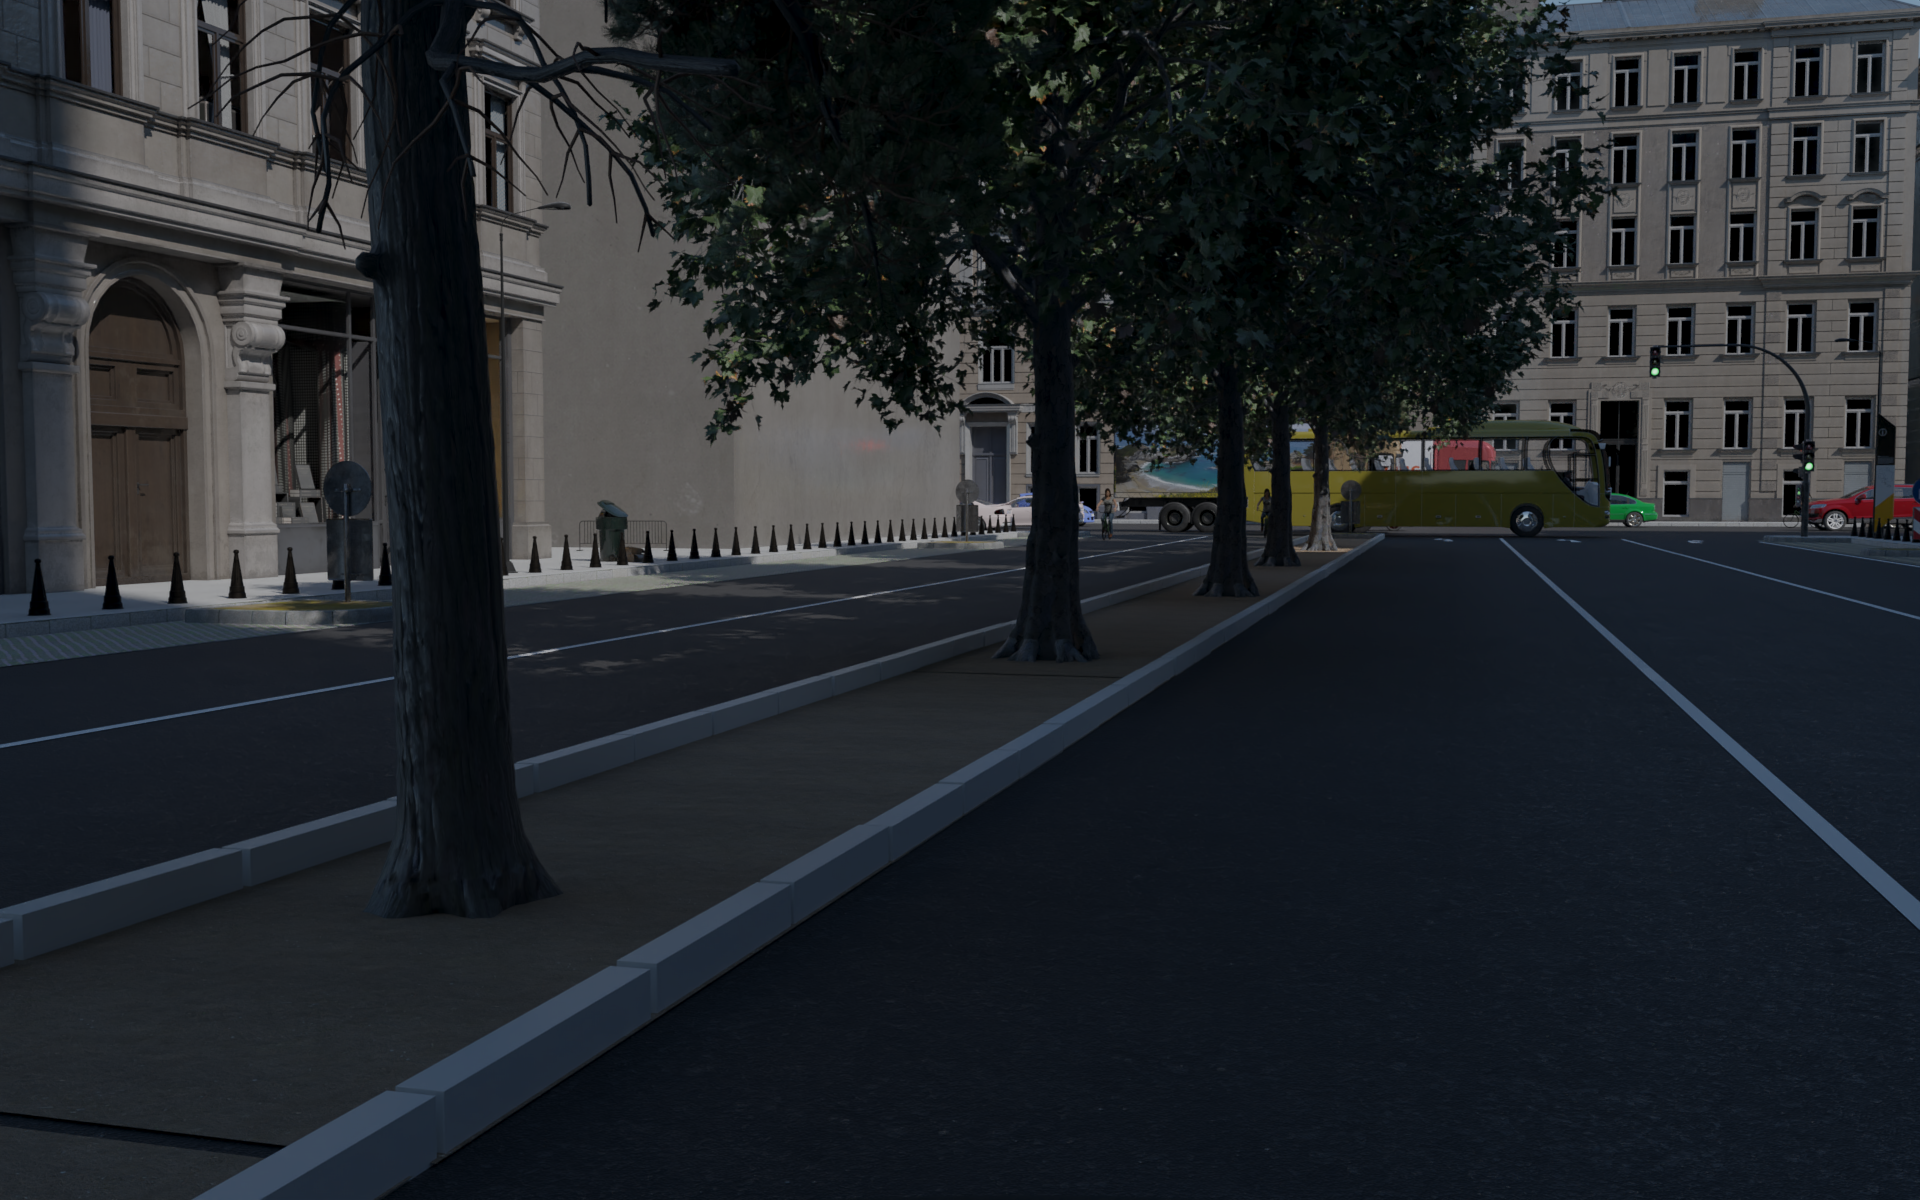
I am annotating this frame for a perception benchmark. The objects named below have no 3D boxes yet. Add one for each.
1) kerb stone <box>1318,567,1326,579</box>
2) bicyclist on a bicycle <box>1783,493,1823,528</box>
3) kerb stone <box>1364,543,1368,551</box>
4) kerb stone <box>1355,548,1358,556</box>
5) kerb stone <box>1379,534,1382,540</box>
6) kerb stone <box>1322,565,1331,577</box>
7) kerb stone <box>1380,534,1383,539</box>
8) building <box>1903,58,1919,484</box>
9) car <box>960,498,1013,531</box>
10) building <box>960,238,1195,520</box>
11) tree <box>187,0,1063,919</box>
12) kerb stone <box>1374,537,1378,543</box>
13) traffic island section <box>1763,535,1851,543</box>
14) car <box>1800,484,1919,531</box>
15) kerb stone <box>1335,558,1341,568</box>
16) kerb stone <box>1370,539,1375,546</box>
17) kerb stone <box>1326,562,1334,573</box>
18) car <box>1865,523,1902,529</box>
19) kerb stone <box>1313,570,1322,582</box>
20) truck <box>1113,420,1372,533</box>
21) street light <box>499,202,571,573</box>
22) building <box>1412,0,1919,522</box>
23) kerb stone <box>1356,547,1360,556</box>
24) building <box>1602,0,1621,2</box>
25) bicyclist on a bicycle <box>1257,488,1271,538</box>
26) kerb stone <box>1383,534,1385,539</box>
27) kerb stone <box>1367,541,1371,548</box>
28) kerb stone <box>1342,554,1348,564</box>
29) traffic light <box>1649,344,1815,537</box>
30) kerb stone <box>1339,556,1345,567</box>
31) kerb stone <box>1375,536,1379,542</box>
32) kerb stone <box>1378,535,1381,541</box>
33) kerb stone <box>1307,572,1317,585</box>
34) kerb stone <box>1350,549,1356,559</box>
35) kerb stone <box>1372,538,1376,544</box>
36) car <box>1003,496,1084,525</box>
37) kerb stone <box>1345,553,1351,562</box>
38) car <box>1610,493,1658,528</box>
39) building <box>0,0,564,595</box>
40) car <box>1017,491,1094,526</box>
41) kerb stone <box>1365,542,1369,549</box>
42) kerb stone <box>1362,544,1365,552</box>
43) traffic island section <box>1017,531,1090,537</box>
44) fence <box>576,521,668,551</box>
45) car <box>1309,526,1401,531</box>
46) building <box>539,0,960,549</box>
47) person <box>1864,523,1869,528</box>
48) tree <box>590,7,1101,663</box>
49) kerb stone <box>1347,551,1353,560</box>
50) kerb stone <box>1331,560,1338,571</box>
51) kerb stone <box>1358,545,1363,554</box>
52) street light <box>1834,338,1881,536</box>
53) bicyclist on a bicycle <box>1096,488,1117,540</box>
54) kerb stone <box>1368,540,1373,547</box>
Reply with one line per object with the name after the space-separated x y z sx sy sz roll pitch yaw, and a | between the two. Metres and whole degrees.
5.994 -0.413 28.986 0.120 0.150 1.000 1 4 16 | kerb stone
35.434 -3.833 72.696 1.625 1.676 1.499 1 4 16 | bicyclist on a bicycle
9.936 -1.262 42.842 0.120 0.150 1.000 1 4 16 | kerb stone
8.803 -1.021 38.891 0.120 0.150 1.000 1 4 16 | kerb stone
12.450 -1.807 51.751 0.120 0.150 1.000 1 4 16 | kerb stone
6.283 -0.470 29.970 0.120 0.150 1.000 1 4 16 | kerb stone
12.731 -1.868 52.745 0.120 0.150 1.000 1 4 16 | kerb stone
59.260 -15.076 79.771 30.059 22.955 16.112 1 4 16 | building
-0.471 -3.074 62.617 4.827 1.381 2.083 1 4 16 | car
10.518 -18.701 91.667 20.117 28.700 13.634 1 4 16 | building
-1.843 -4.969 5.755 6.751 12.117 7.091 0 3 0 | tree
11.618 -1.625 48.788 0.120 0.150 1.000 1 4 16 | kerb stone
25.397 -1.823 52.080 2.009 0.180 2.903 1 4 16 | traffic island section
35.561 -3.581 67.222 5.304 1.827 2.281 1 4 15 | car
7.114 -0.653 32.951 0.120 0.150 1.000 1 4 16 | kerb stone
11.057 -1.505 46.804 0.120 0.150 1.000 1 4 16 | kerb stone
6.556 -0.537 30.969 0.120 0.150 1.000 1 4 16 | kerb stone
39.733 -3.812 71.119 4.718 1.807 1.959 1 4 15 | car
5.710 -0.355 28.000 0.120 0.150 1.000 1 4 16 | kerb stone
11.490 -4.650 64.935 11.283 4.237 2.839 1 4 15 | truck
-6.853 -3.381 27.827 1.470 5.913 1.316 1 4 16 | street light
32.287 -17.636 85.606 25.104 27.353 12.463 1 4 16 | building
9.077 -1.080 39.885 0.120 0.150 1.000 1 4 16 | kerb stone
79.028 -45.936 189.310 20.563 71.187 20.611 1 4 16 | building
10.052 -2.858 56.757 1.499 1.676 1.625 1 4 14 | bicyclist on a bicycle
13.023 -1.929 53.729 0.120 0.150 1.000 1 4 16 | kerb stone
10.492 -1.380 44.825 0.120 0.150 1.000 1 4 16 | kerb stone
7.687 -0.778 34.928 0.120 0.150 1.000 1 4 16 | kerb stone
23.325 -4.755 52.408 4.771 5.953 1.251 1 4 16 | traffic light
7.399 -0.712 33.937 0.120 0.150 1.000 1 4 16 | kerb stone
11.891 -1.687 49.777 0.120 0.150 1.000 1 4 16 | kerb stone
12.171 -1.741 50.764 0.120 0.150 1.000 1 4 16 | kerb stone
5.434 -0.295 27.012 0.120 0.150 1.000 1 4 16 | kerb stone
8.530 -0.961 37.902 0.120 0.150 1.000 1 4 16 | kerb stone
11.332 -1.566 47.801 0.120 0.150 1.000 1 4 16 | kerb stone
2.694 -3.585 70.985 4.827 1.381 2.083 1 4 14 | car
7.964 -0.840 35.927 0.120 0.150 1.000 1 4 16 | kerb stone
27.779 -4.065 75.256 4.718 1.807 1.959 1 4 15 | car
-17.844 -10.110 16.202 10.553 20.767 40.483 1 4 16 | building
4.125 -4.123 77.005 3.694 1.707 1.945 1 4 15 | car
10.212 -1.319 43.837 0.120 0.150 1.000 1 4 16 | kerb stone
9.644 -1.203 41.857 0.120 0.150 1.000 1 4 16 | kerb stone
3.230 -2.206 58.355 2.009 0.180 2.903 1 4 16 | traffic island section
-7.601 -1.449 39.069 2.069 0.683 0.278 0 4 2 | fence
15.627 -3.556 67.924 4.222 1.686 2.009 1 4 15 | car
-18.987 -15.225 53.441 34.151 26.468 19.350 1 4 16 | building
38.627 -3.509 73.799 0.347 0.859 0.695 3 5 42 | person
0.834 -5.835 14.865 9.611 12.733 9.660 0 3 0 | tree
8.243 -0.900 36.918 0.120 0.150 1.000 1 4 16 | kerb stone
6.843 -0.597 31.961 0.120 0.150 1.000 1 4 16 | kerb stone
9.371 -1.140 40.868 0.120 0.150 1.000 1 4 16 | kerb stone
26.720 -4.834 51.582 1.470 5.913 1.316 1 4 16 | street light
4.586 -2.682 53.875 1.499 1.676 1.625 1 4 16 | bicyclist on a bicycle
10.773 -1.445 45.814 0.120 0.150 1.000 1 4 16 | kerb stone
